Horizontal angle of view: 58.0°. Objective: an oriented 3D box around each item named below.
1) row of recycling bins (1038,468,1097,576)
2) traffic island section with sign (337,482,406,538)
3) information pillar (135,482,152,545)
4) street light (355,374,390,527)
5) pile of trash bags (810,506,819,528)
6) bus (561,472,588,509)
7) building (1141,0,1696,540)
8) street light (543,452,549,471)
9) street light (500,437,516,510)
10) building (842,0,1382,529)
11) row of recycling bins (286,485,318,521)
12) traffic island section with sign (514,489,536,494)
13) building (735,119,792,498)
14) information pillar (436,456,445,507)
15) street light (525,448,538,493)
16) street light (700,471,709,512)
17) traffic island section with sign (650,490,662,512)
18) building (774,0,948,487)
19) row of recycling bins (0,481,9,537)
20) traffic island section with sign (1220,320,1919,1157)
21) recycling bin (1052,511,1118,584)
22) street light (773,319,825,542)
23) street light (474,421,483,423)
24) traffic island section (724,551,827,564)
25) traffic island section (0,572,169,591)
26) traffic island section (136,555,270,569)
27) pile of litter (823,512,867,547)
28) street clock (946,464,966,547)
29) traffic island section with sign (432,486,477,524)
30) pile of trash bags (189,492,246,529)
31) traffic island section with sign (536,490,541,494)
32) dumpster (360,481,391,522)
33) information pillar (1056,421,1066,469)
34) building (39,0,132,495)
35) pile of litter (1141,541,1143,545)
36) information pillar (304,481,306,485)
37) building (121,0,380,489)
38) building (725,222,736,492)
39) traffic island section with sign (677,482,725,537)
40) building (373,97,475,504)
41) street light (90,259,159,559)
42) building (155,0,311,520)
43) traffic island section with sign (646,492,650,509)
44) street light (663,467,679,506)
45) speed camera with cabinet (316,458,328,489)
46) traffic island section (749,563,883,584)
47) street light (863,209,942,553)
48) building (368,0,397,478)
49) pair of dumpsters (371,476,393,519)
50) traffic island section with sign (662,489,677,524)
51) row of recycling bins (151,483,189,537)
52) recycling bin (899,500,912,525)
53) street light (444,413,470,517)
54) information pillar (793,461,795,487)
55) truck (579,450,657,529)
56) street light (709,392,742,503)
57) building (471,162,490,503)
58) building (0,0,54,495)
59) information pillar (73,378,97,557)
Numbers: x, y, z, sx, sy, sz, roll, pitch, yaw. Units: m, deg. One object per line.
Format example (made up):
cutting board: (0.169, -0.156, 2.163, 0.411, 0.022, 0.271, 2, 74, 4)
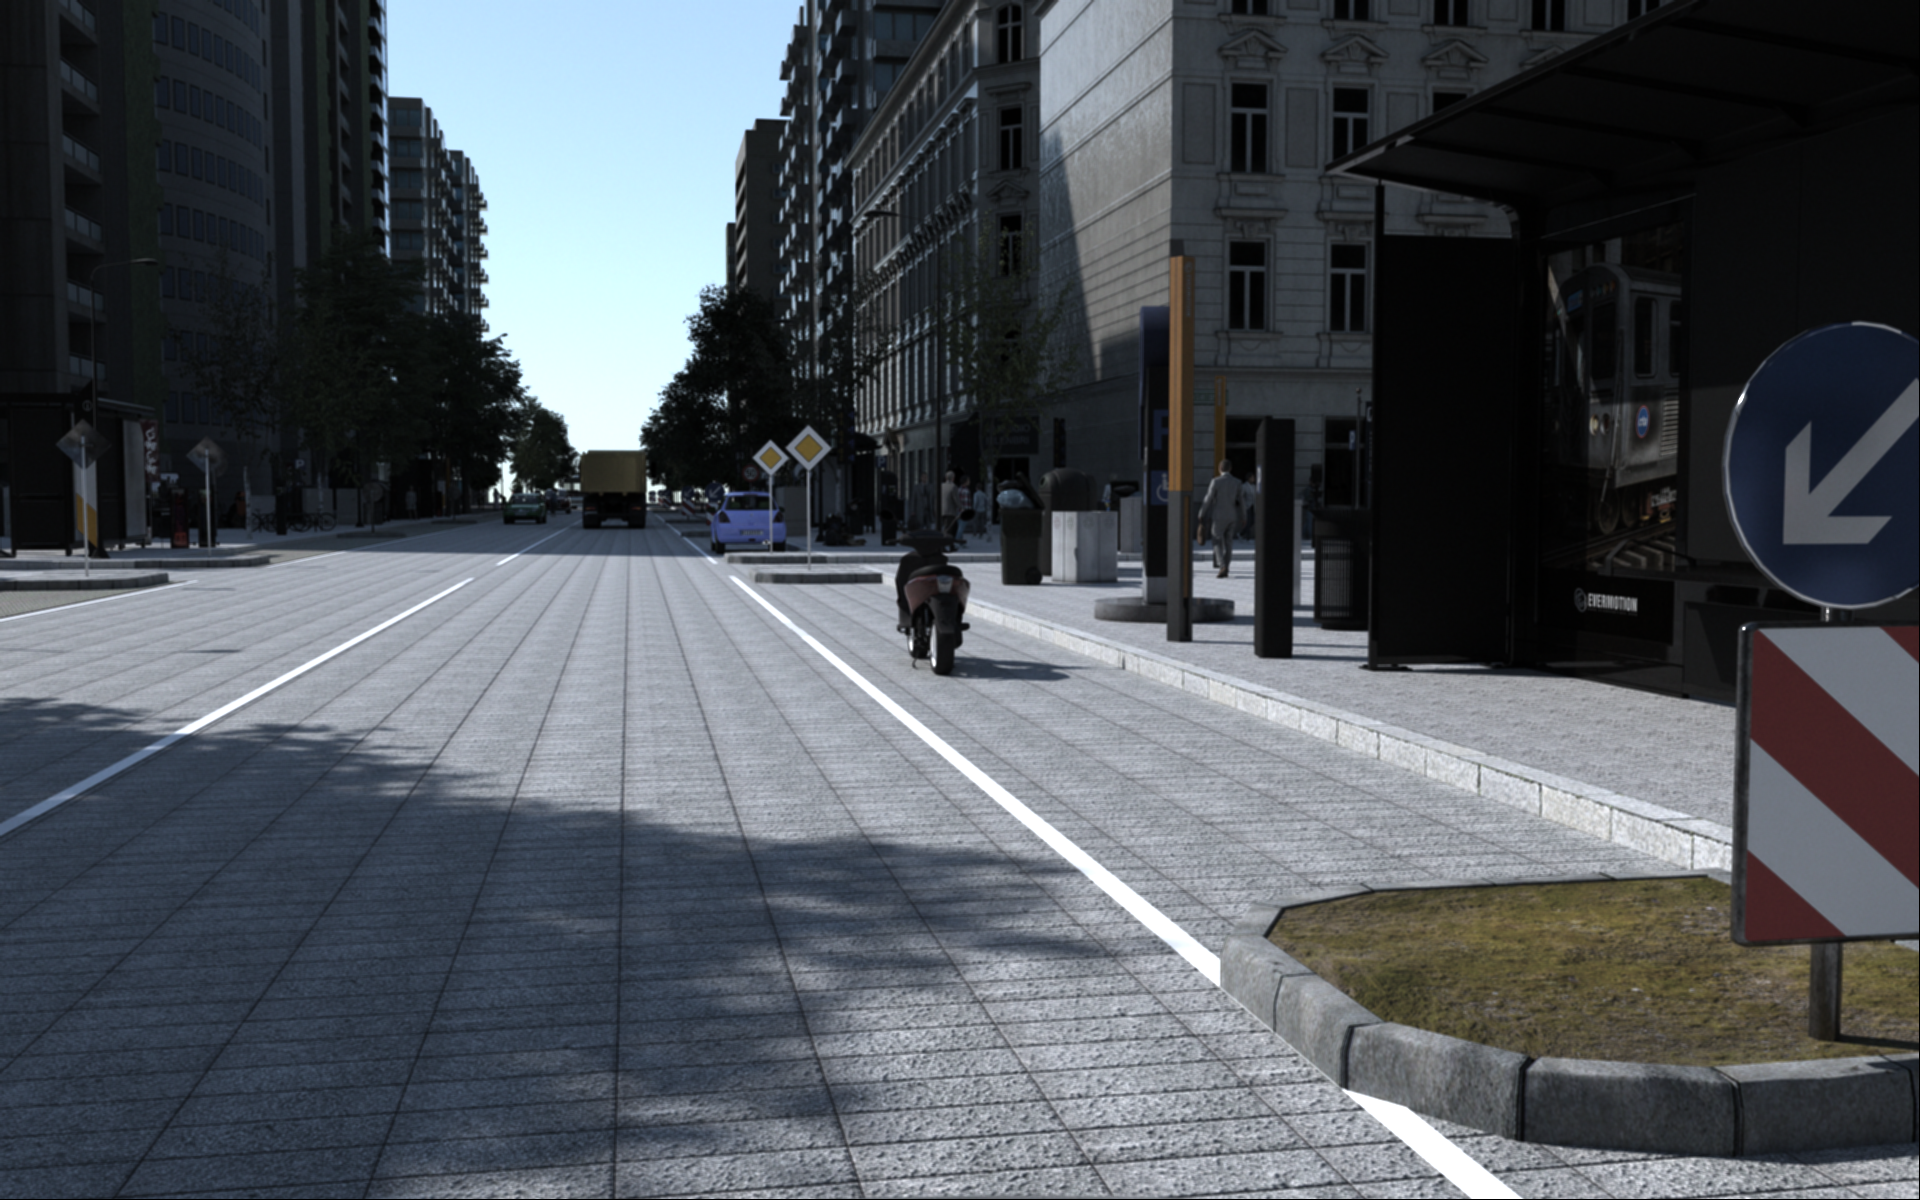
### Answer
row of recycling bins: (1.786, -1.319, 28.682, 1.069, 1.692, 3.534, 0, 4, 3)
traffic island section with sign: (-19.380, -2.968, 57.148, 1.989, 1.847, 2.006, -1, 4, -11)
information pillar: (-20.533, -2.386, 43.496, 0.304, 2.012, 0.304, 0, 4, -5)
street light: (-22.742, -5.782, 67.070, 1.470, 5.913, 1.316, -1, 4, -11)
pile of trash bags: (-5.410, -3.460, 66.318, 1.912, 1.369, 3.447, -1, 4, -13)
bus: (-36.288, -10.454, 165.785, 2.948, 3.499, 13.247, -1, 4, -9)
building: (25.422, -17.305, 59.350, 44.131, 29.872, 17.030, -1, 4, -11)
street light: (-46.268, -13.375, 191.223, 1.470, 5.913, 1.316, -1, 4, -11)
street light: (-36.927, -10.347, 141.713, 1.470, 5.913, 1.316, -1, 4, -11)
building: (4.873, -19.313, 92.179, 17.030, 29.872, 44.131, -1, 4, -11)
row of recycling bins: (-29.479, -4.297, 77.372, 1.069, 1.692, 3.534, -3, 5, -45)
traffic island section with sign: (-33.758, -7.594, 132.793, 1.989, 1.847, 2.006, -1, 4, -11)
building: (-17.275, -36.572, 221.658, 21.300, 48.544, 21.600, -1, 4, -11)
information pillar: (-32.375, -7.132, 107.965, 0.504, 3.616, 0.183, -1, 4, -19)
street light: (-42.971, -12.305, 173.720, 1.470, 5.913, 1.316, -1, 4, -11)
street light: (-16.619, -8.449, 110.686, 1.470, 5.913, 1.316, -1, 4, -11)
traffic island section with sign: (-22.986, -7.737, 135.130, 1.989, 1.847, 2.006, -1, 4, -11)
building: (-5.362, -33.374, 165.274, 23.786, 49.044, 30.456, -1, 4, -11)
row of recycling bins: (-29.374, -2.835, 53.471, 1.069, 1.692, 3.534, 0, 4, -3)
traffic island section with sign: (1.808, 0.239, 4.728, 1.989, 1.847, 2.006, -1, 4, -11)
recycling bin: (1.818, -0.777, 25.253, 0.722, 1.027, 0.722, -2, 4, -30)
street light: (-4.261, -4.502, 46.153, 1.470, 5.913, 1.316, -1, 4, -11)
street light: (-30.865, -8.381, 109.566, 1.470, 5.913, 1.316, -1, 4, -11)
traffic island section: (-3.978, -0.895, 36.921, 2.009, 0.180, 2.903, -1, 4, -11)
traffic island section: (-13.630, -0.287, 26.970, 2.009, 0.180, 2.903, -1, 4, -11)
traffic island section: (-15.121, -0.767, 34.815, 2.009, 0.180, 2.903, -1, 4, -11)
pile of litter: (-2.889, -1.782, 43.101, 1.176, 0.858, 1.719, 0, 4, 8)
street clock: (-0.095, -2.306, 42.277, 0.471, 2.002, 0.358, -3, 5, -42)
traffic island section with sign: (-24.452, -4.598, 83.799, 1.989, 1.847, 2.006, -1, 4, -11)
pile of trash bags: (-27.320, -3.351, 64.535, 3.447, 1.369, 1.912, 3, 5, 43)
traffic island section with sign: (-38.855, -9.234, 159.604, 1.989, 1.847, 2.006, -1, 4, -11)
dumpster: (-26.920, -4.518, 79.631, 1.264, 1.857, 1.865, -1, 4, -11)
information pillar: (3.112, -3.813, 53.692, 0.183, 3.616, 0.504, 2, 4, 34)
building: (-49.168, -26.215, 112.217, 14.154, 41.232, 14.086, -1, 4, -11)
pile of litter: (5.119, -1.768, 42.879, 1.176, 0.858, 1.719, -1, 4, -11)
information pillar: (-38.202, -5.883, 100.677, 0.304, 2.012, 0.304, 1, 4, 21)
building: (-51.131, -27.095, 126.602, 14.154, 41.232, 14.086, -1, 4, -11)
building: (-28.499, -35.451, 263.223, 14.154, 41.232, 14.086, -1, 4, -11)
traffic island section with sign: (-8.380, -3.035, 58.256, 1.989, 1.847, 2.006, -1, 4, -11)
building: (-73.157, -36.094, 209.746, 23.786, 49.044, 30.456, -1, 4, -11)
street light: (-16.531, -3.778, 34.304, 1.470, 5.913, 1.316, -1, 4, -11)
building: (-47.725, -33.489, 89.539, 21.231, 58.520, 28.212, -1, 4, -11)
traffic island section with sign: (-28.020, -9.359, 161.646, 1.989, 1.847, 2.006, -1, 4, -11)
street light: (-30.903, -13.063, 186.119, 1.470, 5.913, 1.316, -1, 4, -11)
speed camera with cabinet: (-34.117, -6.124, 94.456, 0.660, 3.252, 2.038, 2, 4, 30)
traffic island section: (-2.487, -0.416, 29.076, 2.009, 0.180, 2.903, -1, 4, -11)
street light: (-0.887, -3.424, 28.526, 1.470, 5.913, 1.316, -1, 4, -11)
building: (-59.753, -50.998, 146.489, 22.319, 86.520, 31.000, -1, 4, -11)
pair of dumpsters: (-29.818, -5.314, 89.371, 1.574, 2.255, 4.437, -1, 4, -11)
traffic island section with sign: (-13.503, -4.683, 85.189, 1.989, 1.847, 2.006, -1, 4, -11)
row of recycling bins: (-24.420, -2.813, 53.105, 1.069, 1.692, 3.534, -1, 4, -10)
recycling bin: (-2.382, -3.685, 72.796, 0.722, 1.027, 0.722, 1, 4, 19)
street light: (-28.837, -7.739, 99.067, 1.470, 5.913, 1.316, -1, 4, -11)
information pillar: (-9.531, -6.654, 100.150, 0.183, 3.616, 0.504, -2, 4, -25)
truck: (-14.900, -4.836, 74.999, 3.469, 3.379, 9.791, -1, 4, -10)
street light: (-10.527, -6.492, 78.688, 1.470, 5.913, 1.316, -1, 4, -11)
building: (-77.153, -37.940, 239.931, 23.786, 49.044, 30.456, -1, 4, -11)
building: (-37.389, -23.062, 60.653, 14.154, 41.232, 14.086, -1, 4, -11)
information pillar: (-17.690, -2.677, 35.121, 0.504, 3.616, 0.183, 1, 4, 12)
